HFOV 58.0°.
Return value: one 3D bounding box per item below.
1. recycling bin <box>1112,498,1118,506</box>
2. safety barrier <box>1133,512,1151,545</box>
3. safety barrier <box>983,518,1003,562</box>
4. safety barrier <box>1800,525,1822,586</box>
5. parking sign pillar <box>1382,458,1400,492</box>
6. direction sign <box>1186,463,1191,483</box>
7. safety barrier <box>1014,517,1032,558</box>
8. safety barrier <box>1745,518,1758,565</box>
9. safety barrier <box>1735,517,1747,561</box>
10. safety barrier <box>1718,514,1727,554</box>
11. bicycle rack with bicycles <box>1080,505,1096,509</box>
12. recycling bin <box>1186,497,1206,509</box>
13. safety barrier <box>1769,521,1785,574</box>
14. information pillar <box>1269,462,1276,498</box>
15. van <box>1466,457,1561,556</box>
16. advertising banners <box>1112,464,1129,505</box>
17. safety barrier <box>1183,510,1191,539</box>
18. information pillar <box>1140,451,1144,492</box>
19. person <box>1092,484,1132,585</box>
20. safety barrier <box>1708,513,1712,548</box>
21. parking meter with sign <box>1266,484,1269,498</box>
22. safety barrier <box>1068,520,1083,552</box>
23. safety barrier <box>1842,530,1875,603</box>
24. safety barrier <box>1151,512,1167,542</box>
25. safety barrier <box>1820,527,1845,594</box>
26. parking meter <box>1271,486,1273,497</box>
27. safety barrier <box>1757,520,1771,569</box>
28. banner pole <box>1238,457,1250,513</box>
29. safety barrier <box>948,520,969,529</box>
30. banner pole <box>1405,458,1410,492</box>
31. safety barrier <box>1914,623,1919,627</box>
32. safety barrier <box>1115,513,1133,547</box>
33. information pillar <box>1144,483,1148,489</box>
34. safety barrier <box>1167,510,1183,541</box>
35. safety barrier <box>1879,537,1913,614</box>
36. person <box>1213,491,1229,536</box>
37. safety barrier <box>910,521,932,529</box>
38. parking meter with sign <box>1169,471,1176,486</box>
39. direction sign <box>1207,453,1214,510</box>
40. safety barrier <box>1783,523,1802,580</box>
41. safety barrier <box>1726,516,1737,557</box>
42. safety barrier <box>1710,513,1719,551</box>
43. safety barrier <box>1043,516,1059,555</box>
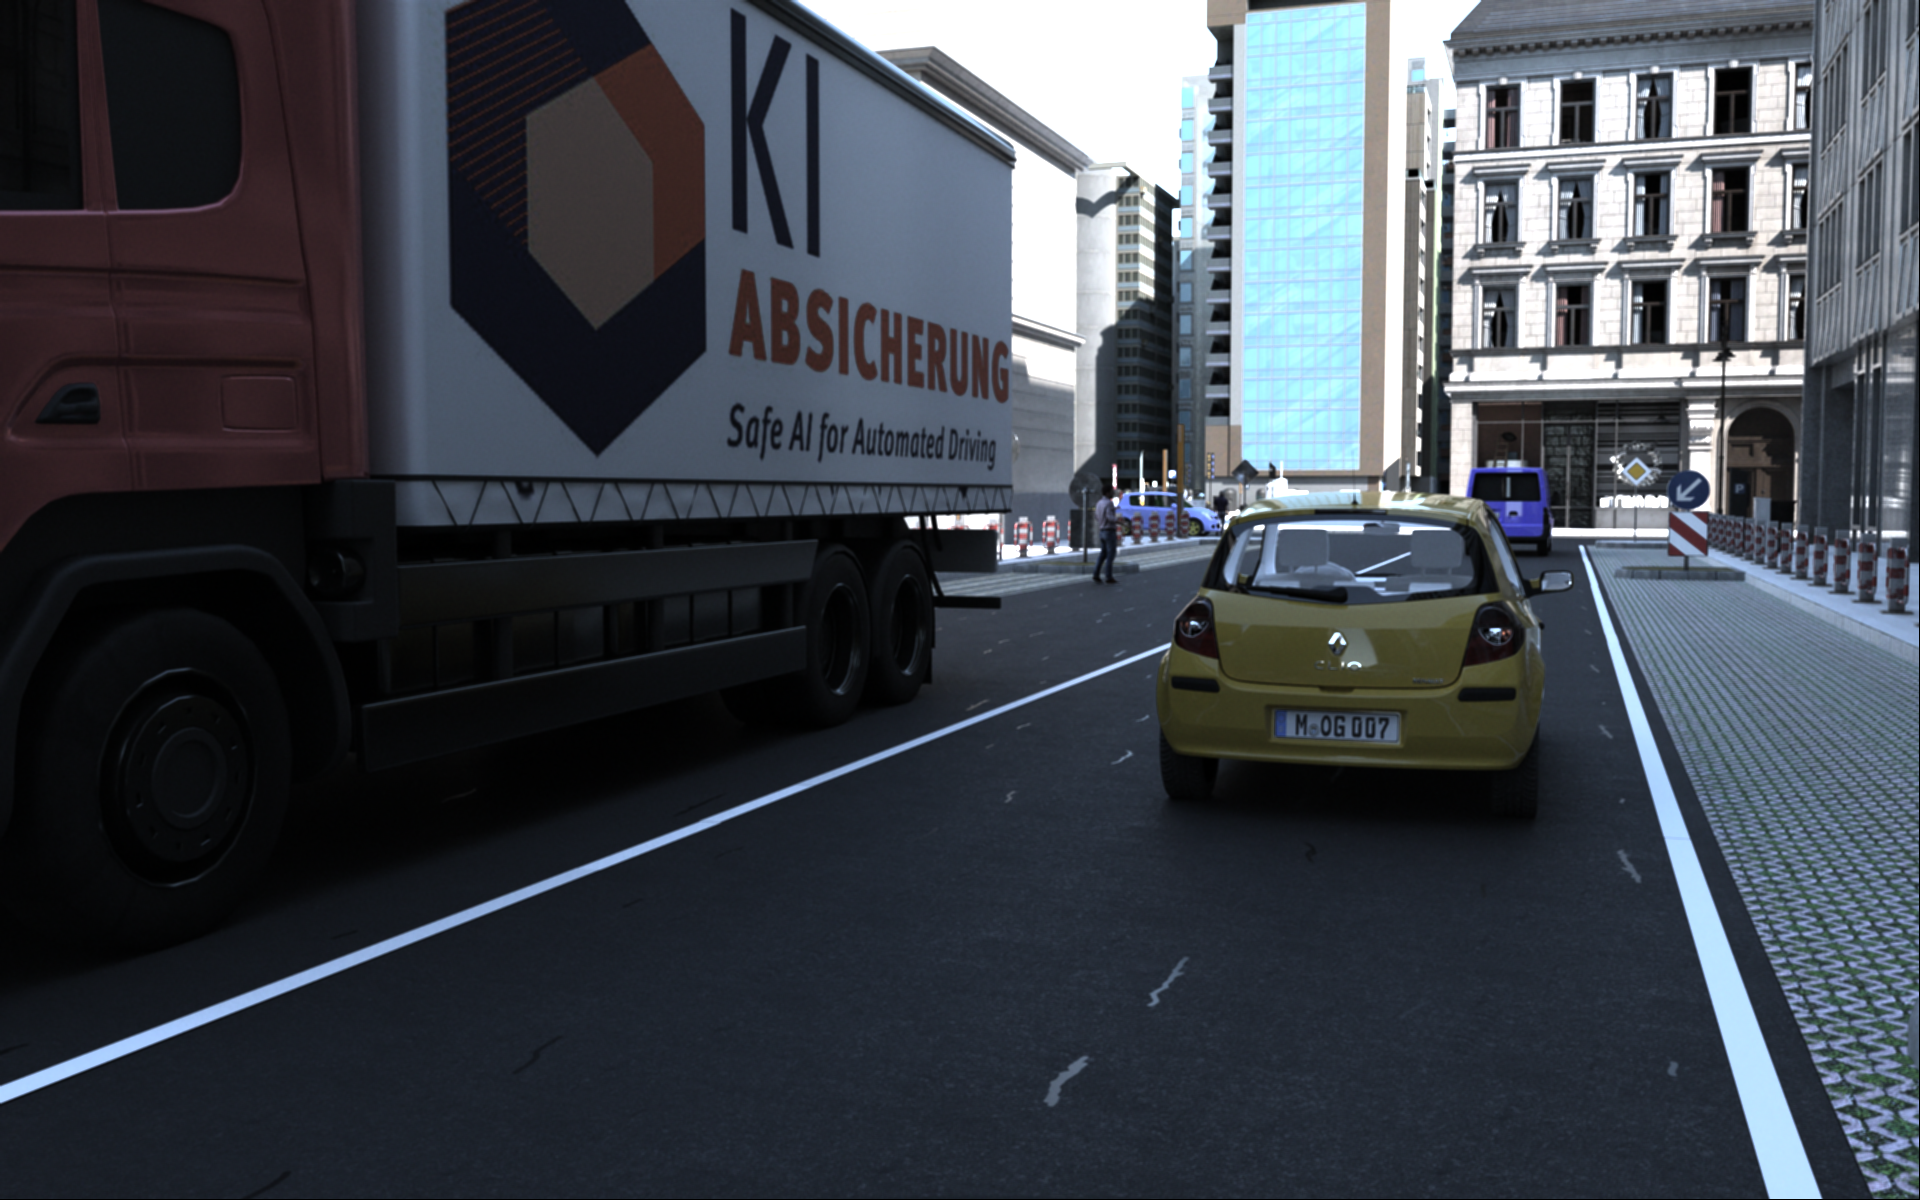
[{"bbox_3d":[10.431,-6.191,113.783,0.722,1.027,0.722,-1,4,-13],"label":"recycling bin"},{"bbox_3d":[4.517,-1.826,44.128,0.300,0.817,1.120,1,4,19],"label":"safety barrier"},{"bbox_3d":[0.634,-1.145,33.000,0.300,0.817,1.120,1,4,19],"label":"safety barrier"},{"bbox_3d":[11.986,-0.602,24.124,0.300,0.817,1.120,1,4,19],"label":"safety barrier"},{"bbox_3d":[31.925,-8.549,128.253,1.447,3.967,1.447,-2,4,-27],"label":"parking sign pillar"},{"bbox_3d":[16.401,-8.109,124.584,0.379,3.537,0.876,-1,4,-14],"label":"direction sign"},{"bbox_3d":[1.277,-1.259,34.855,0.300,0.817,1.120,1,4,19],"label":"safety barrier"},{"bbox_3d":[14.577,-1.057,31.551,0.300,0.817,1.120,1,4,19],"label":"safety barrier"},{"bbox_3d":[15.230,-1.170,33.405,0.300,0.817,1.120,1,4,19],"label":"safety barrier"},{"bbox_3d":[16.527,-1.399,37.145,0.300,0.817,1.120,1,4,19],"label":"safety barrier"},{"bbox_3d":[7.475,-5.858,109.166,2.925,0.926,2.852,1,4,14],"label":"bicycle rack with bicycles"},{"bbox_3d":[10.664,-4.037,78.554,0.722,1.027,0.722,-1,4,-19],"label":"recycling bin"},{"bbox_3d":[13.280,-0.829,27.829,0.300,0.817,1.120,1,4,19],"label":"safety barrier"},{"bbox_3d":[22.642,-8.213,125.640,0.504,3.616,0.183,2,4,32],"label":"information pillar"},{"bbox_3d":[13.324,-2.296,41.925,2.240,2.365,5.245,1,4,20],"label":"van"},{"bbox_3d":[9.395,-6.417,101.113,0.090,3.025,2.074,2,4,35],"label":"advertising banners"},{"bbox_3d":[6.465,-2.168,49.715,0.300,0.817,1.120,1,4,19],"label":"safety barrier"},{"bbox_3d":[9.881,-6.280,94.033,0.183,3.616,0.504,0,4,-7],"label":"information pillar"},{"bbox_3d":[2.353,-1.034,27.370,0.435,1.587,0.963,-2,4,-25],"label":"person"},{"bbox_3d":[17.824,-1.625,40.849,0.300,0.817,1.120,1,4,19],"label":"safety barrier"},{"bbox_3d":[23.358,-8.210,130.491,1.738,3.016,0.543,1,4,10],"label":"parking meter with sign"},{"bbox_3d":[2.579,-1.486,38.569,0.300,0.817,1.120,1,4,19],"label":"safety barrier"},{"bbox_3d":[10.692,-0.375,20.406,0.300,0.817,1.120,1,4,19],"label":"safety barrier"},{"bbox_3d":[5.167,-1.940,45.990,0.300,0.817,1.120,1,4,19],"label":"safety barrier"},{"bbox_3d":[11.338,-0.489,22.263,0.300,0.817,1.120,1,4,19],"label":"safety barrier"},{"bbox_3d":[22.694,-7.303,125.111,0.399,1.863,0.255,2,4,29],"label":"parking meter"},{"bbox_3d":[13.930,-0.942,29.680,0.300,0.817,1.120,1,4,19],"label":"safety barrier"},{"bbox_3d":[19.439,-7.852,118.392,0.863,3.779,0.401,-2,4,-25],"label":"banner pole"},{"bbox_3d":[-0.023,-1.030,31.122,0.300,0.817,1.120,1,4,19],"label":"safety barrier"},{"bbox_3d":[31.315,-8.026,121.240,0.401,3.779,0.863,-1,4,-9],"label":"banner pole"},{"bbox_3d":[9.394,-0.148,16.694,0.300,0.817,1.120,1,4,19],"label":"safety barrier"},{"bbox_3d":[3.871,-1.713,42.276,0.300,0.817,1.120,1,4,19],"label":"safety barrier"},{"bbox_3d":[12.435,-6.829,116.143,0.304,2.012,0.304,-1,4,-14],"label":"information pillar"},{"bbox_3d":[5.814,-2.053,47.842,0.300,0.817,1.120,1,4,19],"label":"safety barrier"},{"bbox_3d":[10.044,-0.262,18.555,0.300,0.817,1.120,1,4,19],"label":"safety barrier"},{"bbox_3d":[8.918,-2.992,59.628,0.471,1.553,0.569,-3,4,-38],"label":"person"},{"bbox_3d":[-0.662,-0.917,29.267,0.300,0.817,1.120,1,4,19],"label":"safety barrier"},{"bbox_3d":[15.939,-8.141,129.362,0.543,3.016,1.738,1,4,13],"label":"parking meter with sign"},{"bbox_3d":[13.734,-6.298,94.967,0.379,3.537,0.876,2,4,31],"label":"direction sign"},{"bbox_3d":[12.632,-0.716,25.977,0.300,0.817,1.120,1,4,19],"label":"safety barrier"},{"bbox_3d":[15.877,-1.285,35.283,0.300,0.817,1.120,1,4,19],"label":"safety barrier"},{"bbox_3d":[17.174,-1.512,38.997,0.300,0.817,1.120,1,4,19],"label":"safety barrier"},{"bbox_3d":[1.929,-1.372,36.710,0.300,0.817,1.120,1,4,19],"label":"safety barrier"}]
